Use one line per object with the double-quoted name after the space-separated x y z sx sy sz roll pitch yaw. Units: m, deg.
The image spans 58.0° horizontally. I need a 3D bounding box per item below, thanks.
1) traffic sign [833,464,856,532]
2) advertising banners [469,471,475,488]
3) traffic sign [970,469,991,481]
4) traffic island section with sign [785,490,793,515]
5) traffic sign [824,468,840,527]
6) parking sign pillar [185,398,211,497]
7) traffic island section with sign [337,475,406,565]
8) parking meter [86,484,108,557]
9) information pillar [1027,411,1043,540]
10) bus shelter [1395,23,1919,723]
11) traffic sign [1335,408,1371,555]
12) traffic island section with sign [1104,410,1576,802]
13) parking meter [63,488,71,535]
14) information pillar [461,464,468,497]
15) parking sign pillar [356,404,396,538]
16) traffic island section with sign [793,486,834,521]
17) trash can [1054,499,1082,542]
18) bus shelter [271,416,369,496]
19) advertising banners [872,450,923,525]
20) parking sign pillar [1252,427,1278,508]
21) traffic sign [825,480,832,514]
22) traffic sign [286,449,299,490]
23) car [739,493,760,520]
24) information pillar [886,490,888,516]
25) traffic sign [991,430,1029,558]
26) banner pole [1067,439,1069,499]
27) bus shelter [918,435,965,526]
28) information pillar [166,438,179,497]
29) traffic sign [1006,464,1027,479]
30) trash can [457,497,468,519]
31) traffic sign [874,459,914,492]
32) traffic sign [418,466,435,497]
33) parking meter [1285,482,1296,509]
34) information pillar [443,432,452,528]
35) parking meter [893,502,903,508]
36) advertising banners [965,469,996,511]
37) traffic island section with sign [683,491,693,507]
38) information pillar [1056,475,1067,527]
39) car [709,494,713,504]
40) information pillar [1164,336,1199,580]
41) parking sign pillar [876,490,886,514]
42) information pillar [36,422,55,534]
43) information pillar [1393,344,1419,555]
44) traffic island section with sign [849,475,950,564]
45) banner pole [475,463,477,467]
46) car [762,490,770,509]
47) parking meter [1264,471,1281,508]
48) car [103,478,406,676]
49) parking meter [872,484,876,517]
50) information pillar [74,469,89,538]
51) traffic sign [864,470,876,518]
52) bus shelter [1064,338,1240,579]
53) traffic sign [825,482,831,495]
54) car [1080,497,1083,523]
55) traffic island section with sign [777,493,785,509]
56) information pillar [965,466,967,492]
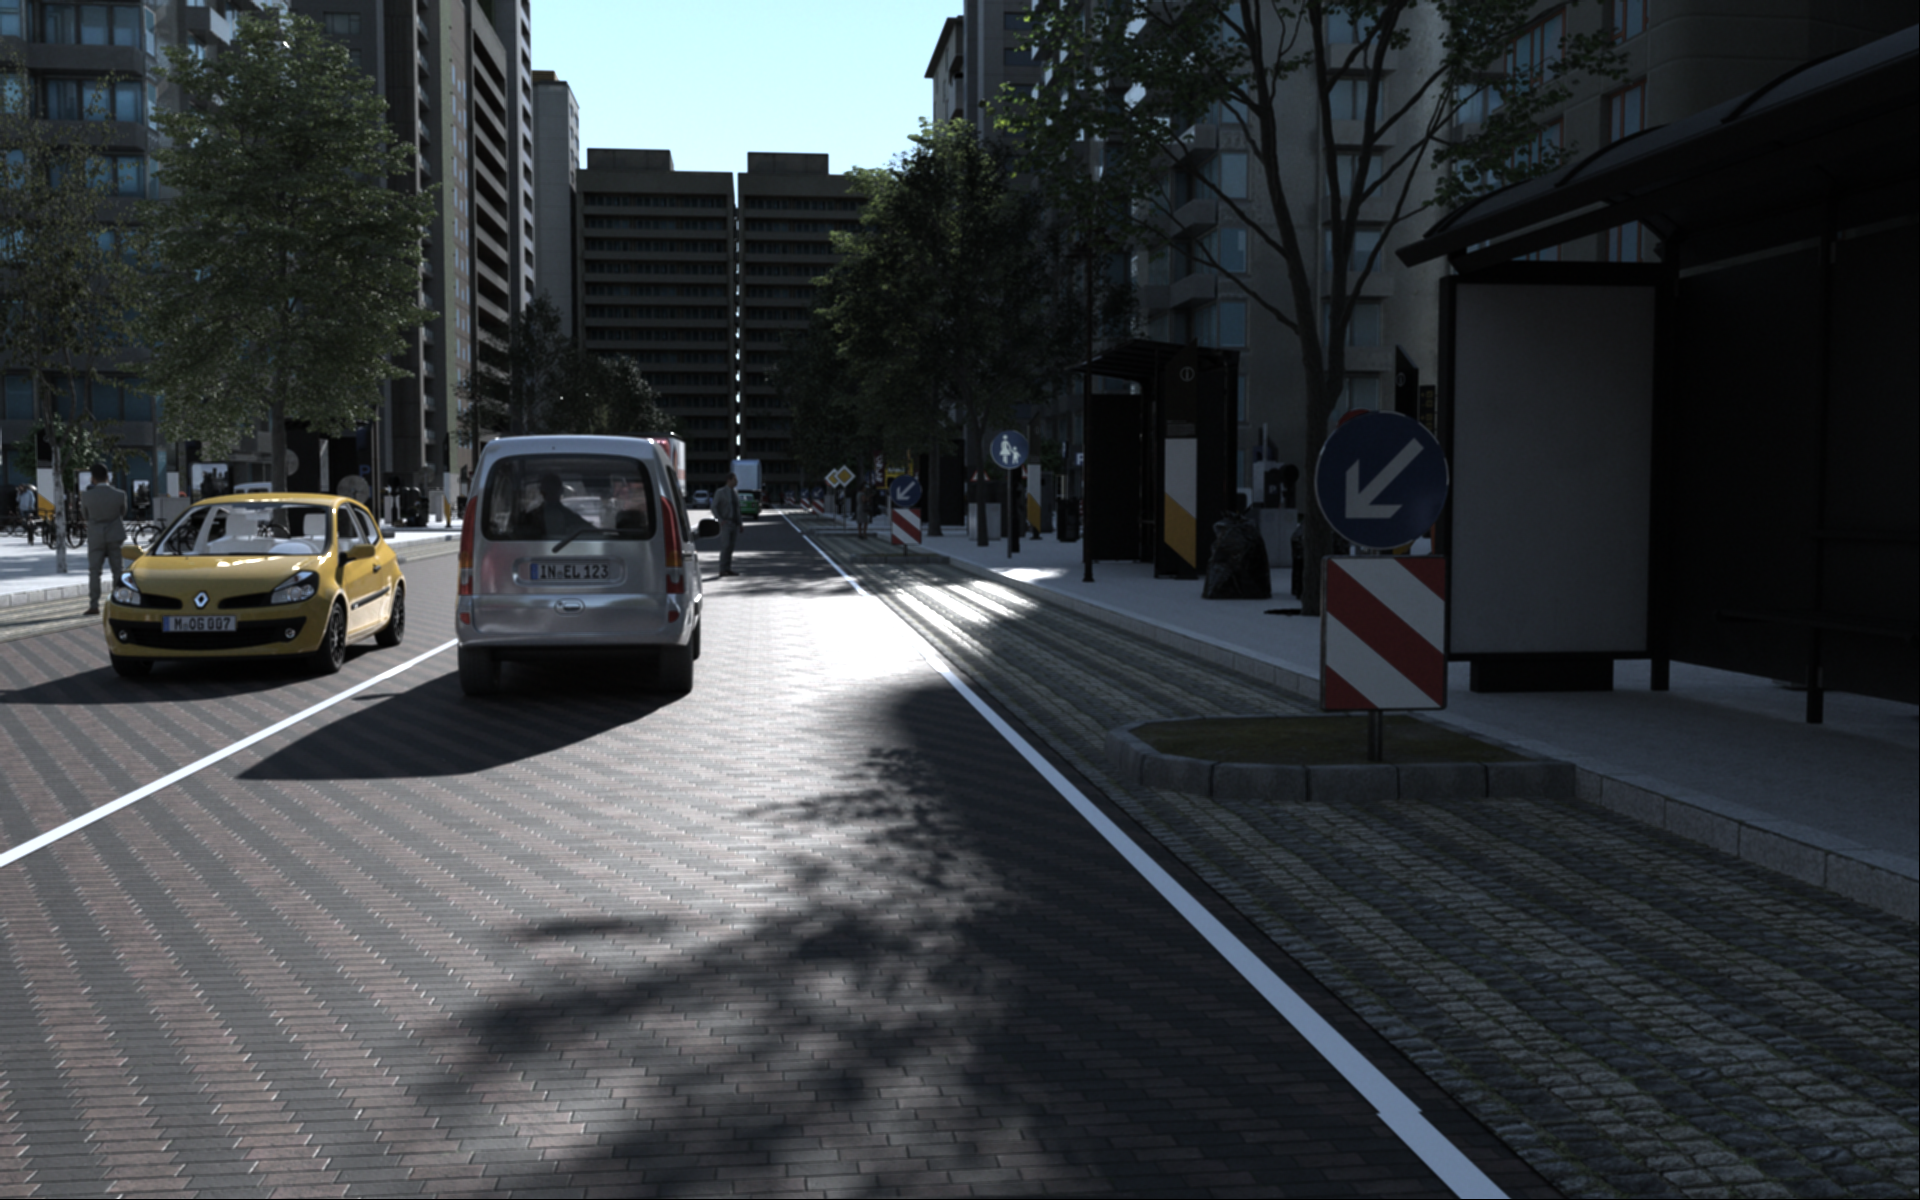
-3.905 -3.358 58.547 0.795 2.450 0.064 0 4 -7 "traffic sign"
-36.746 -8.367 132.991 2.074 3.025 0.090 1 4 10 "advertising banners"
0.855 -4.458 72.890 0.884 2.594 0.081 0 4 0 "traffic sign"
-10.681 -6.676 117.778 1.989 1.847 2.006 0 4 -7 "traffic island section with sign"
-4.817 -3.843 66.480 0.795 2.450 0.064 0 4 -7 "traffic sign"
-21.168 -3.651 48.170 1.447 3.967 1.447 -1 4 -13 "parking sign pillar"
-12.389 -1.625 35.203 1.989 1.847 2.006 0 4 -7 "traffic island section with sign"
-17.450 -1.629 35.051 0.372 1.533 0.369 0 3 0 "parking meter"
2.088 -3.504 48.642 0.504 3.616 0.183 -3 5 -45 "information pillar"
4.152 -0.904 8.709 2.014 3.302 5.546 0 4 -7 "bus shelter"
5.947 -1.573 25.826 0.768 2.556 0.104 0 4 -2 "traffic sign"
1.814 -0.022 8.990 1.989 1.847 2.006 0 4 -7 "traffic island section with sign"
-28.154 -2.811 54.374 0.372 1.533 0.369 0 3 0 "parking meter"
-38.211 -8.696 133.539 0.504 3.616 0.183 -1 4 -12 "information pillar"
-17.211 -3.788 50.403 1.447 3.967 1.447 -1 4 -10 "parking sign pillar"
-7.601 -5.038 90.999 1.989 1.847 2.006 0 4 -7 "traffic island section with sign"
2.896 -2.119 46.301 0.748 1.137 0.748 0 3 0 "trash can"
-19.489 -3.799 53.399 1.731 3.624 6.357 0 4 -7 "bus shelter"
-2.478 -4.435 68.698 2.074 3.025 0.090 -1 4 -19 "advertising banners"
12.242 -4.955 69.482 1.447 3.967 1.447 -1 4 -20 "parking sign pillar"
-8.419 -6.920 113.247 0.768 2.556 0.104 0 4 -1 "traffic sign"
-18.996 -2.976 48.765 0.768 2.556 0.104 0 4 1 "traffic sign"
-12.313 -5.458 98.036 1.959 1.807 4.718 0 4 -6 "car"
-4.055 -5.839 99.960 0.304 2.012 0.304 2 4 33 "information pillar"
0.992 -2.107 34.554 0.768 2.556 0.104 0 4 0 "traffic sign"
4.930 -5.434 78.870 0.401 3.779 0.863 1 4 8 "banner pole"
-0.916 -4.930 71.893 1.731 3.624 6.357 0 4 -6 "bus shelter"
-29.717 -4.530 65.416 0.504 3.616 0.183 1 4 19 "information pillar"
2.021 -3.669 59.999 0.884 2.594 0.081 0 4 3 "traffic sign"
-25.266 -4.690 88.341 0.748 1.137 0.748 0 3 0 "trash can"
-3.734 -6.351 97.717 2.265 3.308 0.079 0 4 -1 "traffic sign"
-24.423 -4.842 79.269 0.768 2.556 0.104 0 4 2 "traffic sign"
10.858 -3.135 56.969 0.255 1.863 0.399 -1 4 -12 "parking meter"
-19.520 -4.559 65.887 0.183 3.616 0.504 -2 4 -35 "information pillar"
-4.775 -7.647 133.443 0.372 1.533 0.369 0 3 0 "parking meter"
1.230 -6.711 105.912 2.074 3.025 0.090 1 4 17 "advertising banners"
-30.540 -11.287 193.176 1.989 1.847 2.006 0 4 -7 "traffic island section with sign"
3.953 -3.843 67.329 0.304 2.012 0.304 -3 5 -42 "information pillar"
-30.027 -12.377 211.946 1.945 1.707 3.694 0 4 -8 "car"
3.319 -2.112 25.889 0.504 3.616 0.183 1 4 15 "information pillar"
-5.038 -7.674 113.935 1.447 3.967 1.447 1 4 20 "parking sign pillar"
-29.519 -3.949 55.925 0.504 3.616 0.183 -3 4 -38 "information pillar"
6.909 -2.173 26.890 0.183 3.616 0.504 -1 4 -22 "information pillar"
-1.298 -1.680 36.096 1.989 1.847 2.006 0 4 -7 "traffic island section with sign"
-38.241 -9.034 137.729 0.401 3.779 0.863 3 5 40 "banner pole"
-19.258 -9.591 165.480 2.281 1.827 5.304 0 4 -6 "car"
7.947 -2.348 44.106 0.399 1.863 0.255 0 3 0 "parking meter"
-5.972 -0.289 14.948 2.015 1.641 3.980 0 4 -7 "car"
-4.869 -5.590 97.101 0.255 1.863 0.399 -1 4 -17 "parking meter"
-25.626 -2.818 50.560 0.304 2.012 0.304 3 5 40 "information pillar"
-4.713 -5.649 92.472 0.768 2.556 0.104 0 4 3 "traffic sign"
3.128 -2.327 29.327 1.731 3.624 6.357 0 4 -6 "bus shelter"
-10.413 -8.496 139.019 0.768 2.556 0.104 0 4 -6 "traffic sign"
6.977 -3.391 64.113 5.304 1.827 2.281 0 4 -5 "car"
-16.409 -9.726 167.652 1.989 1.847 2.006 0 4 -7 "traffic island section with sign"
0.255 -8.171 124.953 0.504 3.616 0.183 0 4 6 "information pillar"
